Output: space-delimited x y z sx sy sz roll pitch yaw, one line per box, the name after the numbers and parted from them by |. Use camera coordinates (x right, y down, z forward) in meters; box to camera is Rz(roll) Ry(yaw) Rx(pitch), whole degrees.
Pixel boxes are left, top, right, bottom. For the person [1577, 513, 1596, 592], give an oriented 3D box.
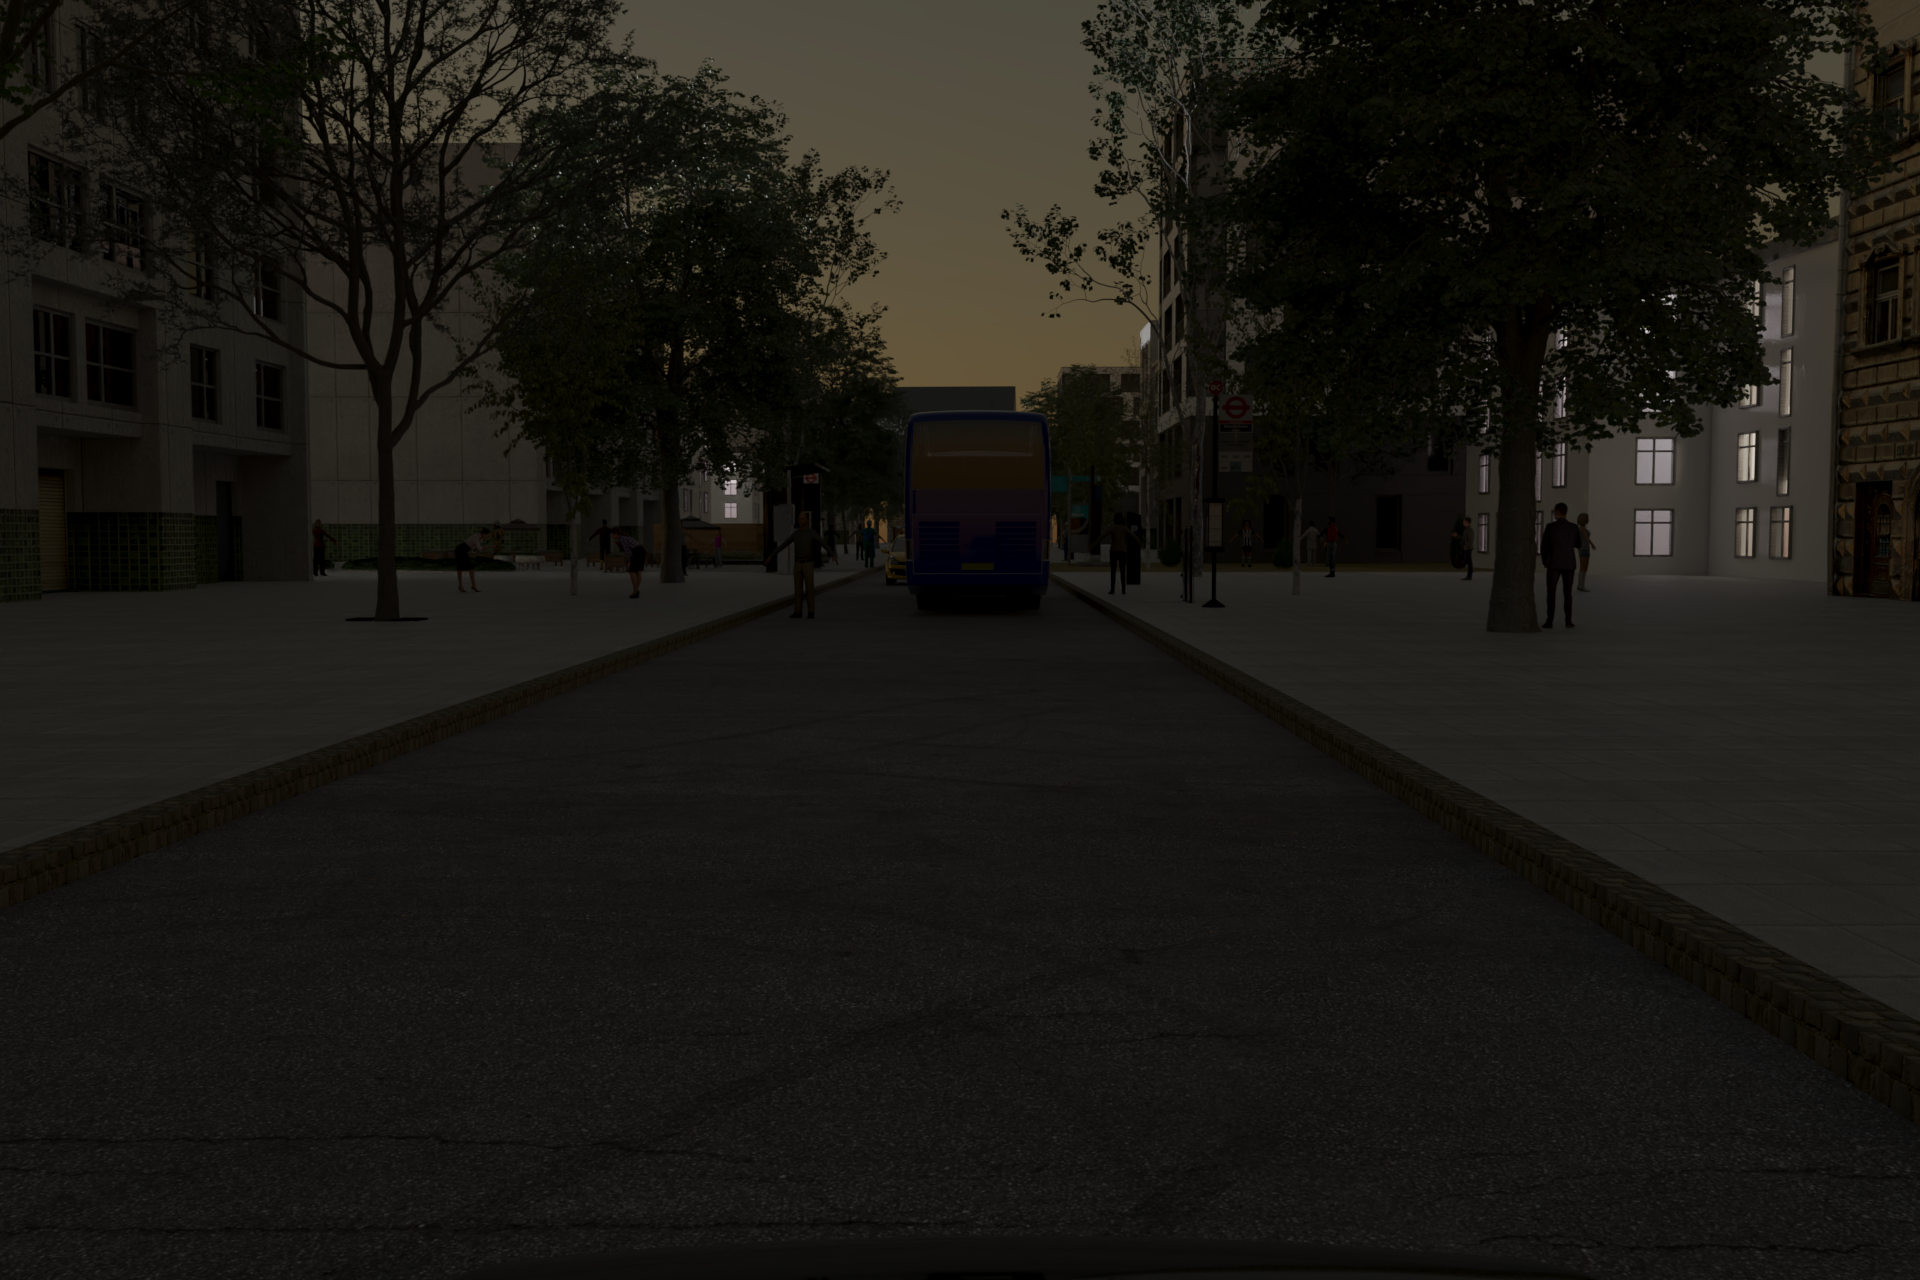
13.936 -1.949 38.471 0.721 1.753 1.214 1 4 8 | person

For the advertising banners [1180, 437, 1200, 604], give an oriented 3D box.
4.290 -2.208 32.283 0.090 3.025 2.074 0 4 0 | advertising banners

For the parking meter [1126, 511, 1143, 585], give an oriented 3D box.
4.407 -2.329 43.798 0.399 1.863 0.255 0 4 0 | parking meter

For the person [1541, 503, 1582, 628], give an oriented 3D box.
8.205 -1.020 23.646 0.541 1.710 0.530 1 4 15 | person

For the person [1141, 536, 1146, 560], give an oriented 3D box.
8.705 -4.832 84.778 0.705 1.856 1.354 -2 4 -28 | person

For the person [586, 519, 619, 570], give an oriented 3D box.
-12.738 -3.425 62.134 1.346 1.812 0.704 -1 4 -9 | person

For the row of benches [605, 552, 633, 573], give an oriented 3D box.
-11.550 -2.679 59.256 1.422 0.672 4.104 0 4 -2 | row of benches

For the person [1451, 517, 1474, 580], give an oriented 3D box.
13.953 -2.543 48.154 0.750 1.759 0.617 2 4 29 | person

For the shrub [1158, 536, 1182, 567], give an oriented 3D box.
8.178 -3.440 67.356 1.383 1.207 1.383 0 3 0 | shrub

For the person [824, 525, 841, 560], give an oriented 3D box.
-6.304 -4.734 84.114 1.216 1.740 0.721 -2 4 -28 | person

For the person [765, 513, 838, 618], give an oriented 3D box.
-2.674 -1.273 29.547 1.348 1.796 0.705 1 4 18 | person

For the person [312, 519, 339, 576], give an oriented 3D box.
-19.437 -2.803 52.635 1.215 1.729 0.721 1 4 13 | person

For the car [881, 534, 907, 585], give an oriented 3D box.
-1.239 -2.417 49.750 2.015 1.641 3.980 0 3 0 | car

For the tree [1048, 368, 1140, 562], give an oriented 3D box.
5.812 -7.698 76.222 4.737 8.622 4.395 0 3 0 | tree

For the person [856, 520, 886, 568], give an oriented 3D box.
-3.399 -3.624 65.386 1.347 1.817 0.704 2 4 29 | person

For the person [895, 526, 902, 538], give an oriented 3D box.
-2.363 -3.737 70.013 0.721 1.772 1.216 1 4 19 | person

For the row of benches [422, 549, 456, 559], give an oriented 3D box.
-21.495 -3.472 72.225 1.422 0.672 4.104 0 4 2 | row of benches

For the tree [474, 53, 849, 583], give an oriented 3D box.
-7.711 -8.482 45.335 9.857 13.997 8.962 0 3 0 | tree

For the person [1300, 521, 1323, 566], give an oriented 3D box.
14.326 -3.945 70.689 1.347 1.806 0.705 -2 4 -27 | person

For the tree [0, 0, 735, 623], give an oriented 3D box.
-8.427 -7.032 25.348 12.009 13.543 11.850 0 3 0 | tree

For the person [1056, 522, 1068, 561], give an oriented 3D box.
5.034 -4.644 81.784 0.705 1.847 1.347 3 5 45 | person

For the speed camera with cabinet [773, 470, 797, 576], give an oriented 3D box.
-5.459 -3.667 54.285 0.660 3.252 2.038 0 4 1 | speed camera with cabinet

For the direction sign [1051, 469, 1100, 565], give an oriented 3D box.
4.493 -4.994 70.412 2.525 3.948 1.411 0 4 -1 | direction sign

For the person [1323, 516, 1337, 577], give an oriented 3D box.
10.989 -2.768 51.373 0.704 1.816 1.345 1 4 21 | person

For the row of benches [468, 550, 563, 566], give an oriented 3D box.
-17.536 -3.231 68.287 4.104 0.672 1.422 -3 4 -37 | row of benches

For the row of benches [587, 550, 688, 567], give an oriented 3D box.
-12.586 -3.161 67.141 4.104 0.672 1.422 1 4 12 | row of benches

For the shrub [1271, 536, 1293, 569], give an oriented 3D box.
11.851 -3.191 63.296 1.383 1.207 1.383 0 3 0 | shrub

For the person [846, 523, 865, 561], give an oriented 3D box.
-4.850 -4.759 83.942 1.348 1.813 0.705 -1 4 -13 | person

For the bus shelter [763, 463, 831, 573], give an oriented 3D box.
-5.641 -4.228 60.416 1.731 3.624 6.357 0 4 1 | bus shelter

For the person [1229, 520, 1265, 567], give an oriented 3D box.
11.095 -3.723 67.013 1.345 1.843 0.704 0 4 2 | person

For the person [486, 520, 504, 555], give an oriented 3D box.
-19.022 -3.995 71.090 0.705 1.858 1.354 -3 5 -43 | person

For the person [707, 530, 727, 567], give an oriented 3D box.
-9.372 -3.522 66.854 0.991 1.433 0.599 2 4 33 | person

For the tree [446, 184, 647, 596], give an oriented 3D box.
-8.239 -5.224 35.772 4.737 8.622 4.395 0 3 0 | tree

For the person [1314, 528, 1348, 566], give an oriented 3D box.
14.767 -3.858 69.014 1.347 1.837 0.705 0 4 6 | person

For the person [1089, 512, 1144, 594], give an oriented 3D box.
3.364 -1.853 37.063 1.215 1.744 0.721 -1 4 -9 | person

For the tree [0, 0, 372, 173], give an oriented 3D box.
-8.455 -5.380 13.713 9.928 11.665 9.643 0 3 0 | tree

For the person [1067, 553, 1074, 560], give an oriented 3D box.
5.556 -4.936 86.897 0.705 1.806 1.347 -2 4 -24 | person

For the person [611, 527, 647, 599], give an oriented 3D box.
-6.591 -1.542 34.482 0.697 1.427 0.421 0 4 -7 | person

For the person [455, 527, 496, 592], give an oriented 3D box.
-10.685 -1.766 38.112 0.799 1.438 0.628 -2 4 -34 | person

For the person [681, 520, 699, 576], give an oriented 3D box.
-8.535 -2.839 53.222 1.217 1.737 0.721 -3 5 -44 | person
